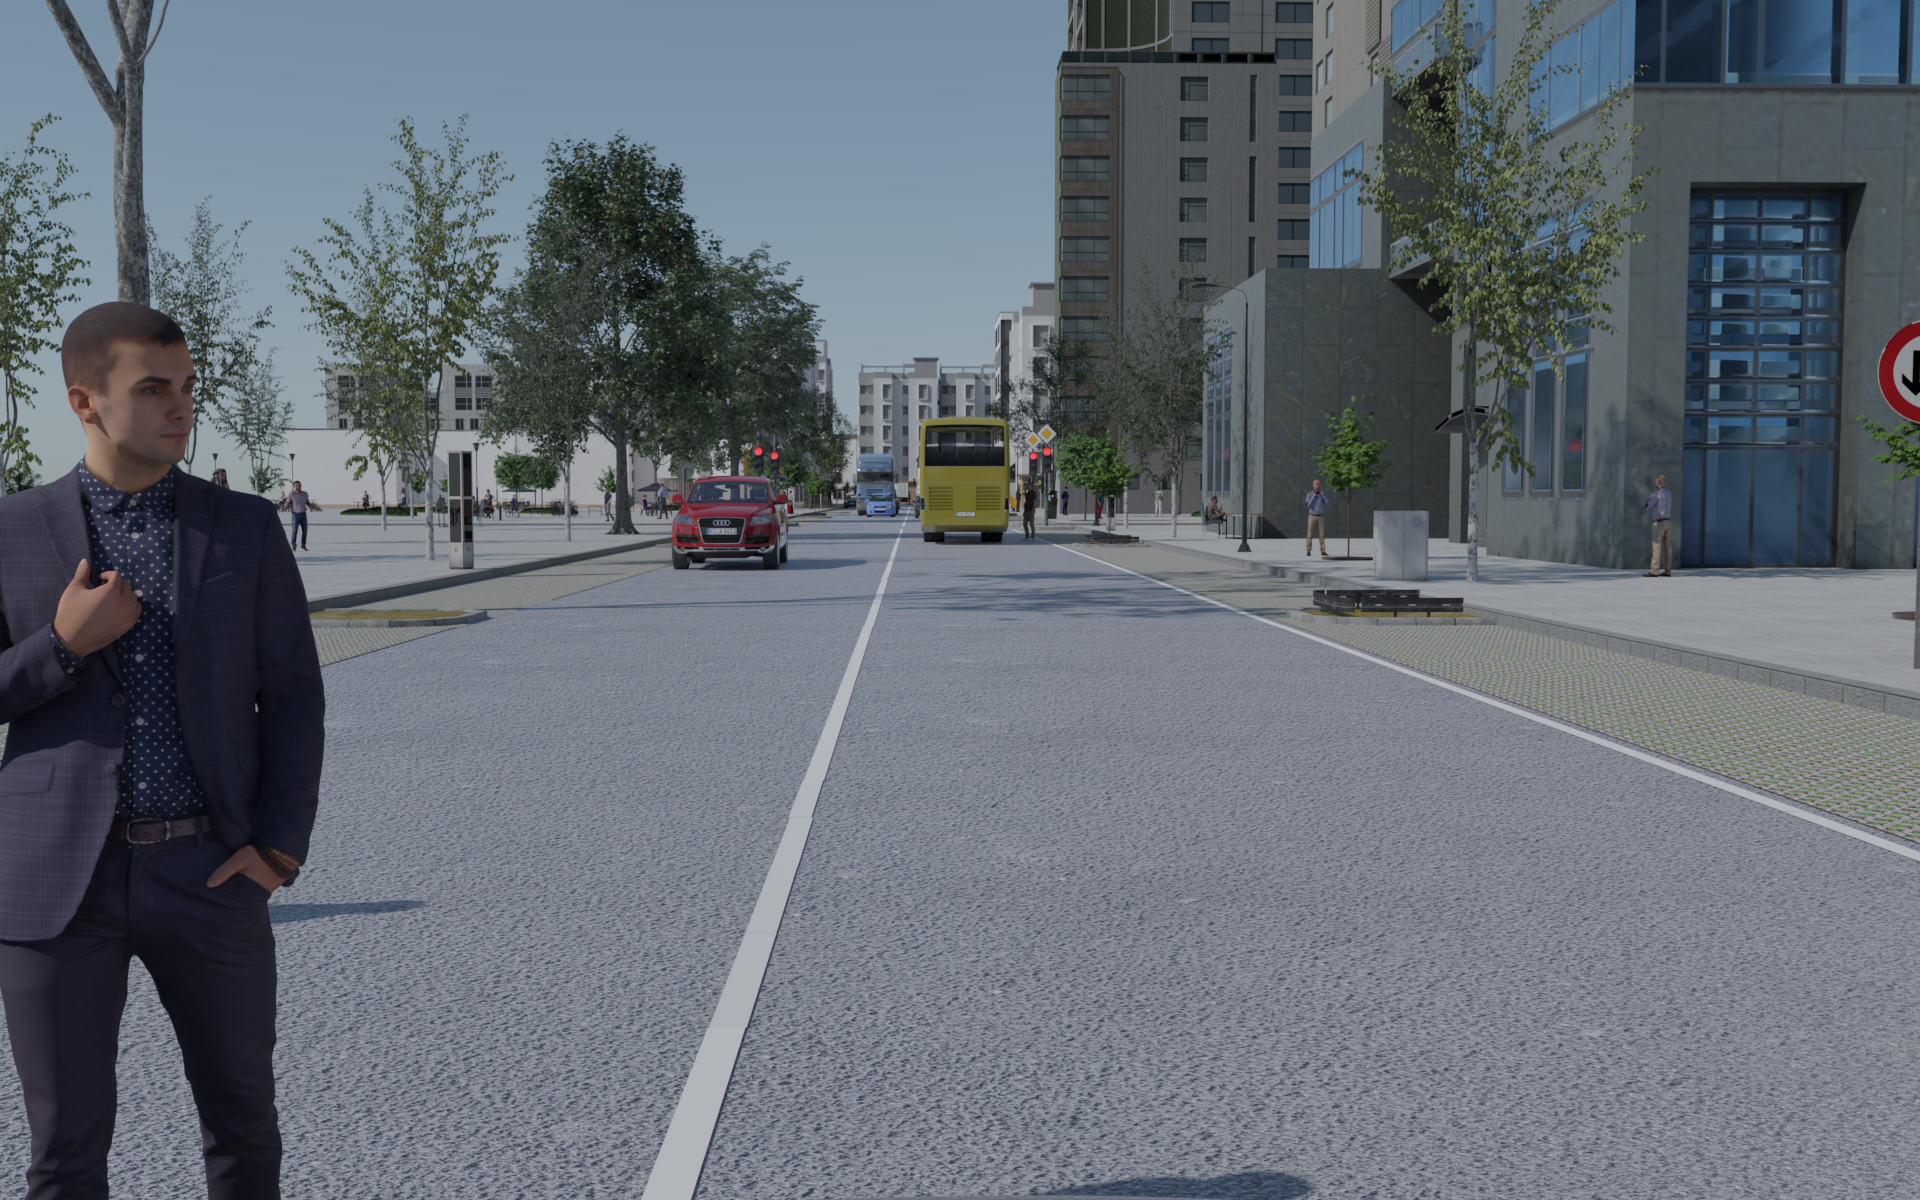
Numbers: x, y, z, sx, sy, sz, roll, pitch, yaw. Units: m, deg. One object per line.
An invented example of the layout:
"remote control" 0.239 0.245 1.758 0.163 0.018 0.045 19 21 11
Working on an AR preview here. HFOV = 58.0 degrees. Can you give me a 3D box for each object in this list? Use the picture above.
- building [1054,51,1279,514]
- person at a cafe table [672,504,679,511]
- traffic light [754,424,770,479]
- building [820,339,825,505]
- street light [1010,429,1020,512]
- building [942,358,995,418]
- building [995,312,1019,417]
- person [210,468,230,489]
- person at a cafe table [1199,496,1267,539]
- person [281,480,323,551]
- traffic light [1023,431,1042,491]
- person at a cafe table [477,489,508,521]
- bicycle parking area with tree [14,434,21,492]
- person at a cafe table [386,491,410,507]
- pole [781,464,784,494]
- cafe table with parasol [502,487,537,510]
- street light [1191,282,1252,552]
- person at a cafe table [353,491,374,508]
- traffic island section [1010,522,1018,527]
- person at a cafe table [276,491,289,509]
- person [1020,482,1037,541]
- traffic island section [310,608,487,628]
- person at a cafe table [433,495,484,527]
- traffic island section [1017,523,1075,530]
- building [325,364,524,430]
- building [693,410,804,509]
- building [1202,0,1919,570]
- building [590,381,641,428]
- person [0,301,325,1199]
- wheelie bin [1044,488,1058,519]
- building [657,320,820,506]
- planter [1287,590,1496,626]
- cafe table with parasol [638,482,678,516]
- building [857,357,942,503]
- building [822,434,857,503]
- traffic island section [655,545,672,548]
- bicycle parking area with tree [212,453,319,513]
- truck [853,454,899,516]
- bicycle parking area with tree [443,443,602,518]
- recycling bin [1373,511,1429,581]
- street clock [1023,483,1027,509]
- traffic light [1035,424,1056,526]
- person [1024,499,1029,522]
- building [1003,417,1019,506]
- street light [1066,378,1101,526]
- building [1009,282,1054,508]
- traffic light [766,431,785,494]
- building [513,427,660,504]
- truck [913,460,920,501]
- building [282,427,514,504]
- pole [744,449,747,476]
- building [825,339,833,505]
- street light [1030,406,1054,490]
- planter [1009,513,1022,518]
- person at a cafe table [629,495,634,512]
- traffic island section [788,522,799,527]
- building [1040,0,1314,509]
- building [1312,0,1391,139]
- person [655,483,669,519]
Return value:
"building" 13.222 -21.121 117.027 14.160 30.474 14.107 0 4 -1
"person at a cafe table" -14.641 -5.284 94.905 1.698 1.524 1.622 1 4 18
"traffic light" -8.005 -4.908 69.173 0.839 4.253 0.868 0 4 -1
"building" -24.034 -20.864 197.543 16.016 20.091 11.380 0 4 -1
"street light" 3.515 -9.125 121.728 1.470 5.913 1.316 0 4 -1
"building" 2.620 -23.863 246.573 11.380 20.091 16.016 0 4 -1
"building" 18.051 -22.428 210.678 27.936 21.610 32.646 0 4 -1
"person" -13.160 -1.475 30.835 0.621 1.740 0.551 0 4 -4
"person at a cafe table" 7.743 -2.372 49.650 1.726 1.238 1.698 0 4 -3
"person" -14.837 -1.888 38.872 0.435 1.587 0.963 3 5 43
"traffic light" 3.242 -5.416 77.470 0.839 4.253 0.868 0 4 -1
"person at a cafe table" -22.654 -4.571 83.258 1.698 1.524 1.622 -1 4 -19
"bicycle parking area with tree" -44.186 -5.992 84.971 9.016 4.147 8.231 2 4 29
"person at a cafe table" -39.966 -7.009 123.110 1.622 1.524 1.698 -1 4 -13
"pole" -11.098 -6.997 108.243 0.158 3.312 0.155 0 3 0
"cafe table with parasol" -34.486 -7.997 135.609 2.610 1.966 2.610 0 4 -2
"street light" 5.747 -4.010 38.107 1.470 5.913 1.316 0 4 -1
"person at a cafe table" -42.843 -7.115 124.842 1.698 1.524 1.622 -1 4 -18
"traffic island section" 3.283 -3.383 77.585 2.009 0.180 2.903 0 4 -1
"person at a cafe table" -58.235 -8.558 148.445 1.698 1.524 1.622 1 4 19
"person" 2.108 -2.731 53.273 0.434 1.807 0.598 -1 4 -17
"traffic island section" -6.419 0.211 19.422 1.991 0.108 1.994 0 4 -1
"person at a cafe table" -19.459 -3.462 67.470 1.726 1.238 1.698 0 4 -6
"traffic island section" 3.492 -2.894 69.603 2.009 0.180 2.903 0 4 -1
"building" -70.650 -23.119 244.455 31.486 18.905 16.747 0 4 -1
"building" -19.469 -13.728 166.592 9.099 9.664 28.070 0 4 -1
"building" 19.975 -44.632 42.413 22.319 86.520 31.000 0 4 -1
"building" -48.168 -23.724 244.299 11.380 20.091 16.016 0 4 -1
"person" -1.237 0.417 2.601 0.541 1.710 0.530 -1 4 -18
"wheelie bin" 4.695 -4.954 88.906 0.693 1.594 0.980 0 4 -5
"building" -23.715 -20.151 185.881 16.016 20.091 11.380 0 4 -1
"planter" 4.794 0.086 19.738 1.991 0.319 1.994 0 4 -1
"cafe table with parasol" -19.523 -6.562 112.149 2.610 1.966 2.610 -1 4 -15
"building" -8.736 -23.798 245.520 11.380 20.091 16.016 0 4 -1
"building" -28.374 -18.355 242.258 28.070 9.664 9.099 0 4 -1
"traffic island section" -7.133 -1.476 46.997 1.991 0.108 1.994 0 4 -1
"bicycle parking area with tree" -49.767 -8.254 121.963 8.231 4.147 9.016 0 4 6
"truck" -5.624 -8.016 120.828 2.967 4.110 18.799 0 4 -1
"bicycle parking area with tree" -24.928 -6.813 98.398 8.231 4.147 9.016 -1 4 -22
"recycling bin" 6.601 -0.820 25.955 0.722 1.027 0.722 0 4 6
"street clock" 4.129 -6.414 109.438 0.358 2.002 0.471 0 4 8
"traffic light" 3.452 -4.928 69.488 0.839 4.253 0.868 0 4 -1
"person" 3.264 -4.385 82.665 0.387 1.526 0.523 -1 4 -20
"building" 9.647 -14.579 180.512 9.099 9.664 28.070 0 4 -1
"street light" 4.926 -5.917 69.277 1.470 5.913 1.316 0 4 -1
"building" 12.689 -18.595 160.442 16.016 20.091 11.380 0 4 -1
"traffic light" -8.214 -5.397 77.155 0.839 4.253 0.868 0 4 -1
"building" -41.659 -17.101 221.747 28.070 9.664 9.099 0 4 -1
"truck" -2.139 -9.045 136.806 2.839 4.237 11.283 0 4 -3
"building" -70.552 -17.042 220.786 28.070 9.664 9.099 0 4 -1
"pole" -9.691 -5.165 78.292 0.158 3.312 0.155 0 3 0
"building" -21.826 -22.088 217.553 11.380 20.091 16.016 0 4 -1
"street light" 4.384 -7.265 91.325 1.470 5.913 1.316 0 4 -1
"planter" 2.632 -4.960 102.235 1.991 0.319 1.994 0 4 -1
"person at a cafe table" -24.574 -7.154 127.822 1.698 1.238 1.726 -2 4 -33
"traffic island section" -8.255 -3.364 77.289 2.009 0.180 2.903 0 4 -1
"building" 17.595 -42.995 141.219 20.563 71.187 20.611 0 4 -1
"building" 34.959 -30.839 93.460 27.495 52.752 28.713 0 4 -1
"person" -15.219 -5.039 88.305 0.709 1.838 0.599 -3 5 -45
